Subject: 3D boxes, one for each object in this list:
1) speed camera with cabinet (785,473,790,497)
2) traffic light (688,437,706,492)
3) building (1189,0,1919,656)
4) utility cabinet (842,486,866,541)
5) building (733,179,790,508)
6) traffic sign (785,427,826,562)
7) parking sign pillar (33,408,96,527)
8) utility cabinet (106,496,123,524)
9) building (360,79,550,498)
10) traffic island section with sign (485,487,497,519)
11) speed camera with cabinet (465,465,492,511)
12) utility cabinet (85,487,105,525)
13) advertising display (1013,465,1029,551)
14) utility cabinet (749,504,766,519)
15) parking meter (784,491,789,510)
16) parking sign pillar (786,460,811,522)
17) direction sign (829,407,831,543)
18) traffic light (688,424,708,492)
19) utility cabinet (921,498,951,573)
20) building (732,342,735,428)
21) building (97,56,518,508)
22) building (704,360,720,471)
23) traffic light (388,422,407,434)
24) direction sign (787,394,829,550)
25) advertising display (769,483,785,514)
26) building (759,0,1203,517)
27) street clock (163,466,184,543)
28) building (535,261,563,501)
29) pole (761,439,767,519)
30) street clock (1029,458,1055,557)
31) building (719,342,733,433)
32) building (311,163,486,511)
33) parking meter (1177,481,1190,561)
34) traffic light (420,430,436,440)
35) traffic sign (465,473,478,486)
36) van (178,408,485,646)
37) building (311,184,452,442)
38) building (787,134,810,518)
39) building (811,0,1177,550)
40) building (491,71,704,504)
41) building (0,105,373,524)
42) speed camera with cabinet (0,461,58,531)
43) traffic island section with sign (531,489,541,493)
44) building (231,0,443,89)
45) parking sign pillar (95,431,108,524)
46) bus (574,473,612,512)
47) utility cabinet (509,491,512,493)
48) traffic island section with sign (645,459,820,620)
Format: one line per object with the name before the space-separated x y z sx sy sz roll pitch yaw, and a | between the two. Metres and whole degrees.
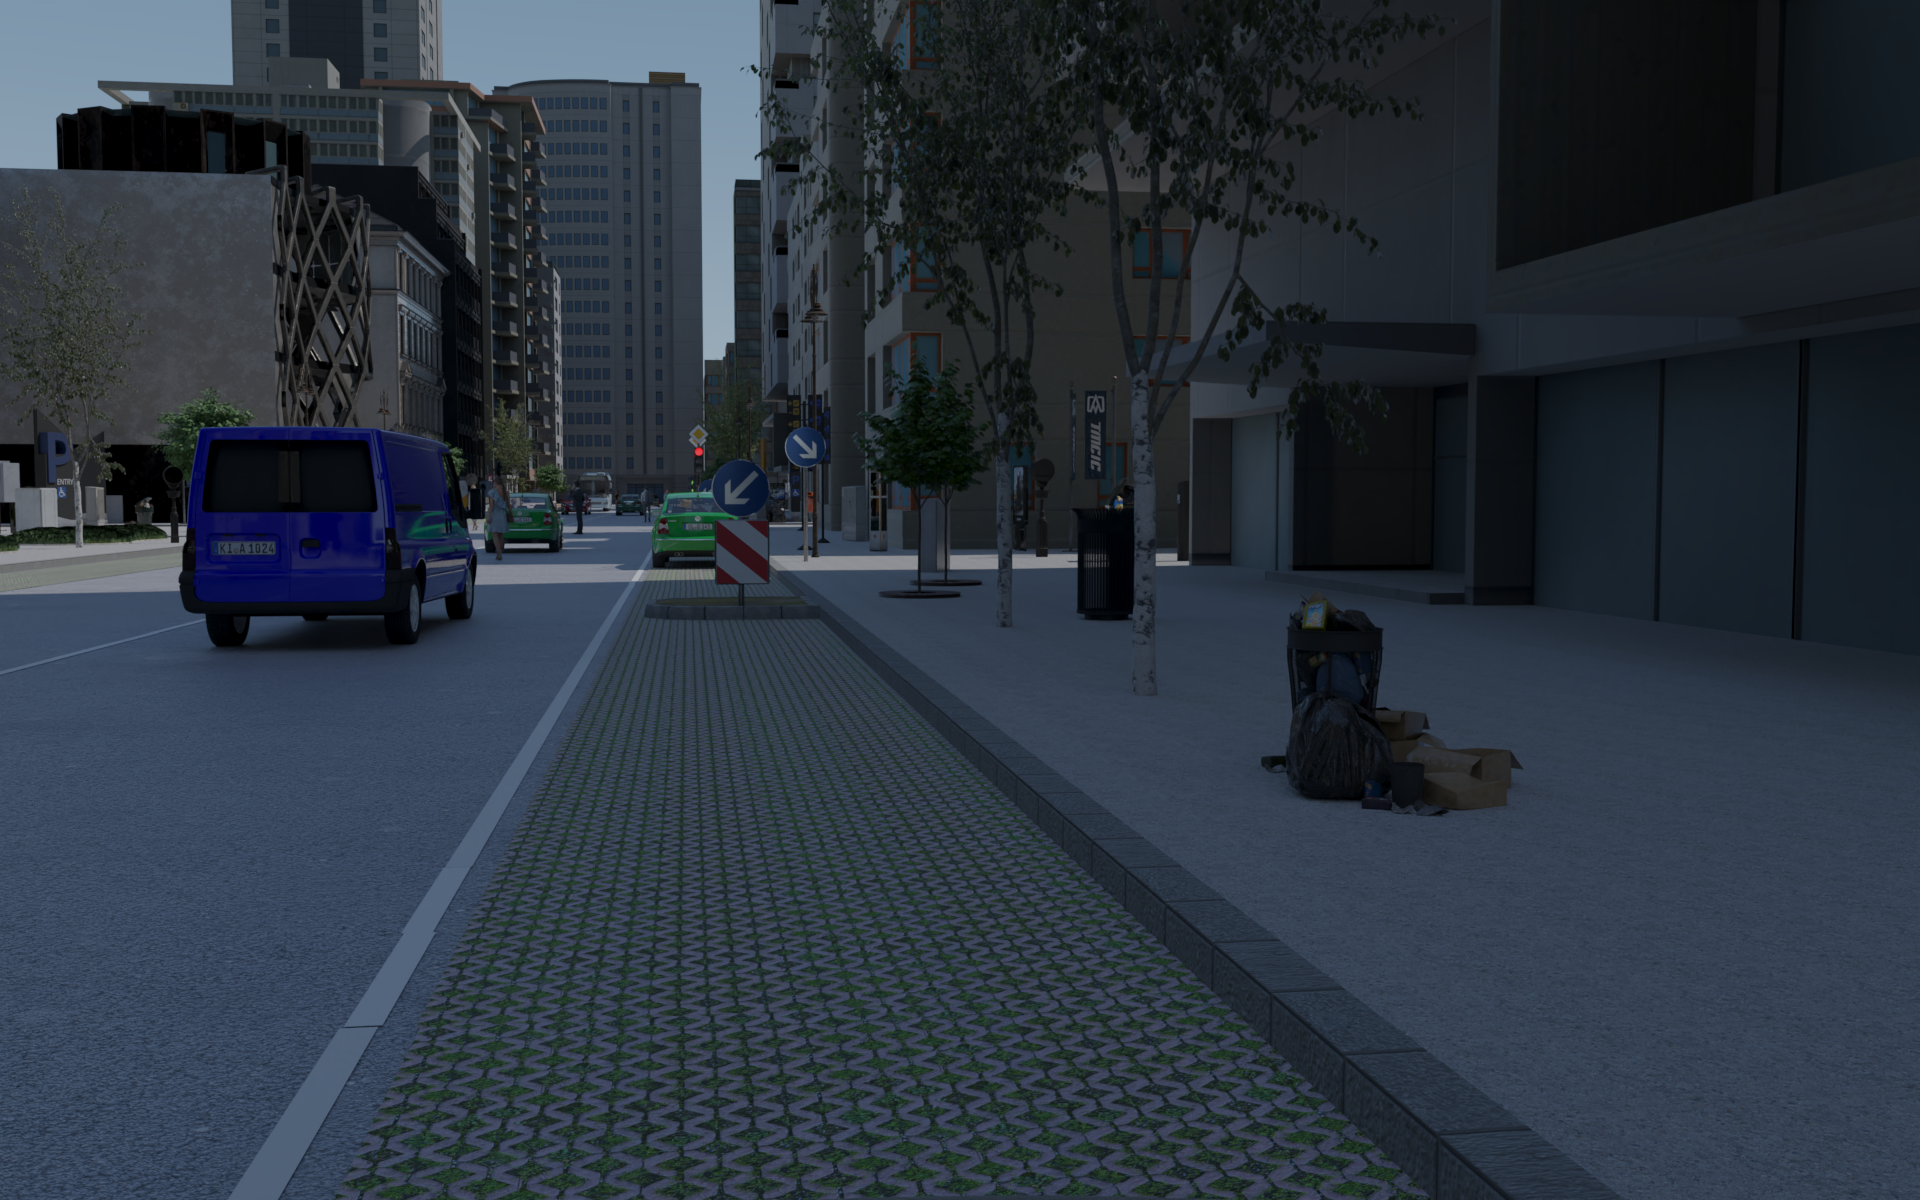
speed camera with cabinet | -14.012 -9.209 144.897 0.660 3.252 2.038 3 5 39
traffic light | -11.772 -5.427 77.649 0.839 4.253 0.868 -1 4 -9
building | 16.963 -26.300 19.237 28.713 52.752 27.495 -1 4 -9
utility cabinet | -2.914 -2.364 47.326 0.318 1.500 1.173 -1 4 -23
building | -14.118 -23.886 162.235 14.160 30.474 14.107 -1 4 -9
traffic sign | -2.931 -2.004 32.872 0.768 2.556 0.104 0 4 -7
parking sign pillar | -28.605 -4.056 54.789 1.447 3.967 1.447 1 4 14
utility cabinet | -36.983 -3.924 75.320 1.020 1.237 0.306 -2 4 -32
building | -56.089 -32.489 185.811 22.147 44.769 28.867 -1 4 -9
traffic island section with sign | -26.843 -5.607 100.310 1.989 1.847 2.006 -1 4 -9
speed camera with cabinet | -33.287 -7.670 119.747 2.038 3.252 0.660 2 4 29
utility cabinet | -26.238 -2.685 52.582 0.318 1.500 1.173 -1 4 -16
advertising display | 1.370 -2.077 39.176 0.123 1.923 0.974 -1 4 -12
utility cabinet | -7.198 -3.229 61.470 0.318 1.500 1.173 1 4 9
parking meter | -14.020 -8.055 140.109 0.372 1.533 0.369 0 3 0
parking sign pillar | -7.624 -5.607 80.142 1.447 3.967 1.447 0 4 -8
direction sign | -3.588 -3.257 45.254 0.379 3.537 0.876 -2 4 -31
traffic light | -10.530 -4.944 69.760 0.839 4.253 0.868 -1 4 -9
utility cabinet | -0.415 -1.076 28.754 0.306 1.237 1.020 1 4 12
building | -9.629 -20.789 184.939 27.650 21.520 28.899 -1 4 -9
building | -57.785 -28.557 158.782 32.217 40.220 23.993 -1 4 -9
building | -22.529 -24.897 252.101 28.899 21.520 27.650 -1 4 -9
traffic light | -22.047 -4.833 67.938 0.839 4.253 0.868 -1 4 -9
direction sign | -3.541 -2.907 39.531 0.876 3.537 0.379 1 4 20
advertising display | -10.607 -5.818 100.336 0.974 1.923 0.123 0 4 3
building | -0.489 -32.828 125.973 28.713 52.752 27.495 -1 4 -9
street clock | -20.569 -2.492 45.320 0.471 2.002 0.358 -2 4 -32
building | -56.649 -27.080 214.453 14.107 30.474 14.160 -1 4 -9
pole | -7.252 -4.291 63.998 0.158 3.312 0.155 0 3 0
street clock | 1.667 -1.875 35.234 0.471 2.002 0.358 -2 4 -24
building | -15.119 -22.557 213.840 27.650 21.520 28.899 -1 4 -9
building | -41.603 -18.050 124.796 12.332 23.373 15.834 -1 4 -9
parking meter | 4.355 -1.517 33.207 0.372 1.533 0.369 0 3 0
traffic light | -23.289 -5.315 75.826 0.839 4.253 0.868 -1 4 -9
traffic sign | -29.870 -6.471 105.900 0.768 2.556 0.104 0 4 0
van | -6.332 -0.835 18.042 2.240 2.365 5.245 0 4 -7
building | -38.226 -14.868 107.714 10.561 19.102 19.286 -1 4 -9
building | 5.667 -15.395 96.741 28.899 21.520 27.650 -1 4 -9
building | 10.093 -12.884 55.685 27.650 21.520 28.899 -1 4 -9
building | -50.452 -42.914 243.635 28.212 58.520 21.231 -1 4 -9
building | -37.535 -13.226 83.704 16.820 18.784 16.811 -1 4 -9
speed camera with cabinet | -26.264 -3.311 48.466 2.038 3.252 0.660 1 4 20
traffic island section with sign | -31.027 -7.236 126.940 1.989 1.847 2.006 -1 4 -9
building | -73.271 -47.029 207.170 20.611 71.187 20.563 -1 4 -9
parking sign pillar | -37.131 -5.215 73.736 1.447 3.967 1.447 -3 4 -38
bus | -30.396 -9.129 144.124 2.948 3.499 13.247 -1 4 -10
utility cabinet | -34.370 -7.453 130.530 1.173 1.500 0.318 1 4 18
traffic island section with sign | -2.721 -0.728 20.525 1.989 1.847 2.006 -1 4 -9
